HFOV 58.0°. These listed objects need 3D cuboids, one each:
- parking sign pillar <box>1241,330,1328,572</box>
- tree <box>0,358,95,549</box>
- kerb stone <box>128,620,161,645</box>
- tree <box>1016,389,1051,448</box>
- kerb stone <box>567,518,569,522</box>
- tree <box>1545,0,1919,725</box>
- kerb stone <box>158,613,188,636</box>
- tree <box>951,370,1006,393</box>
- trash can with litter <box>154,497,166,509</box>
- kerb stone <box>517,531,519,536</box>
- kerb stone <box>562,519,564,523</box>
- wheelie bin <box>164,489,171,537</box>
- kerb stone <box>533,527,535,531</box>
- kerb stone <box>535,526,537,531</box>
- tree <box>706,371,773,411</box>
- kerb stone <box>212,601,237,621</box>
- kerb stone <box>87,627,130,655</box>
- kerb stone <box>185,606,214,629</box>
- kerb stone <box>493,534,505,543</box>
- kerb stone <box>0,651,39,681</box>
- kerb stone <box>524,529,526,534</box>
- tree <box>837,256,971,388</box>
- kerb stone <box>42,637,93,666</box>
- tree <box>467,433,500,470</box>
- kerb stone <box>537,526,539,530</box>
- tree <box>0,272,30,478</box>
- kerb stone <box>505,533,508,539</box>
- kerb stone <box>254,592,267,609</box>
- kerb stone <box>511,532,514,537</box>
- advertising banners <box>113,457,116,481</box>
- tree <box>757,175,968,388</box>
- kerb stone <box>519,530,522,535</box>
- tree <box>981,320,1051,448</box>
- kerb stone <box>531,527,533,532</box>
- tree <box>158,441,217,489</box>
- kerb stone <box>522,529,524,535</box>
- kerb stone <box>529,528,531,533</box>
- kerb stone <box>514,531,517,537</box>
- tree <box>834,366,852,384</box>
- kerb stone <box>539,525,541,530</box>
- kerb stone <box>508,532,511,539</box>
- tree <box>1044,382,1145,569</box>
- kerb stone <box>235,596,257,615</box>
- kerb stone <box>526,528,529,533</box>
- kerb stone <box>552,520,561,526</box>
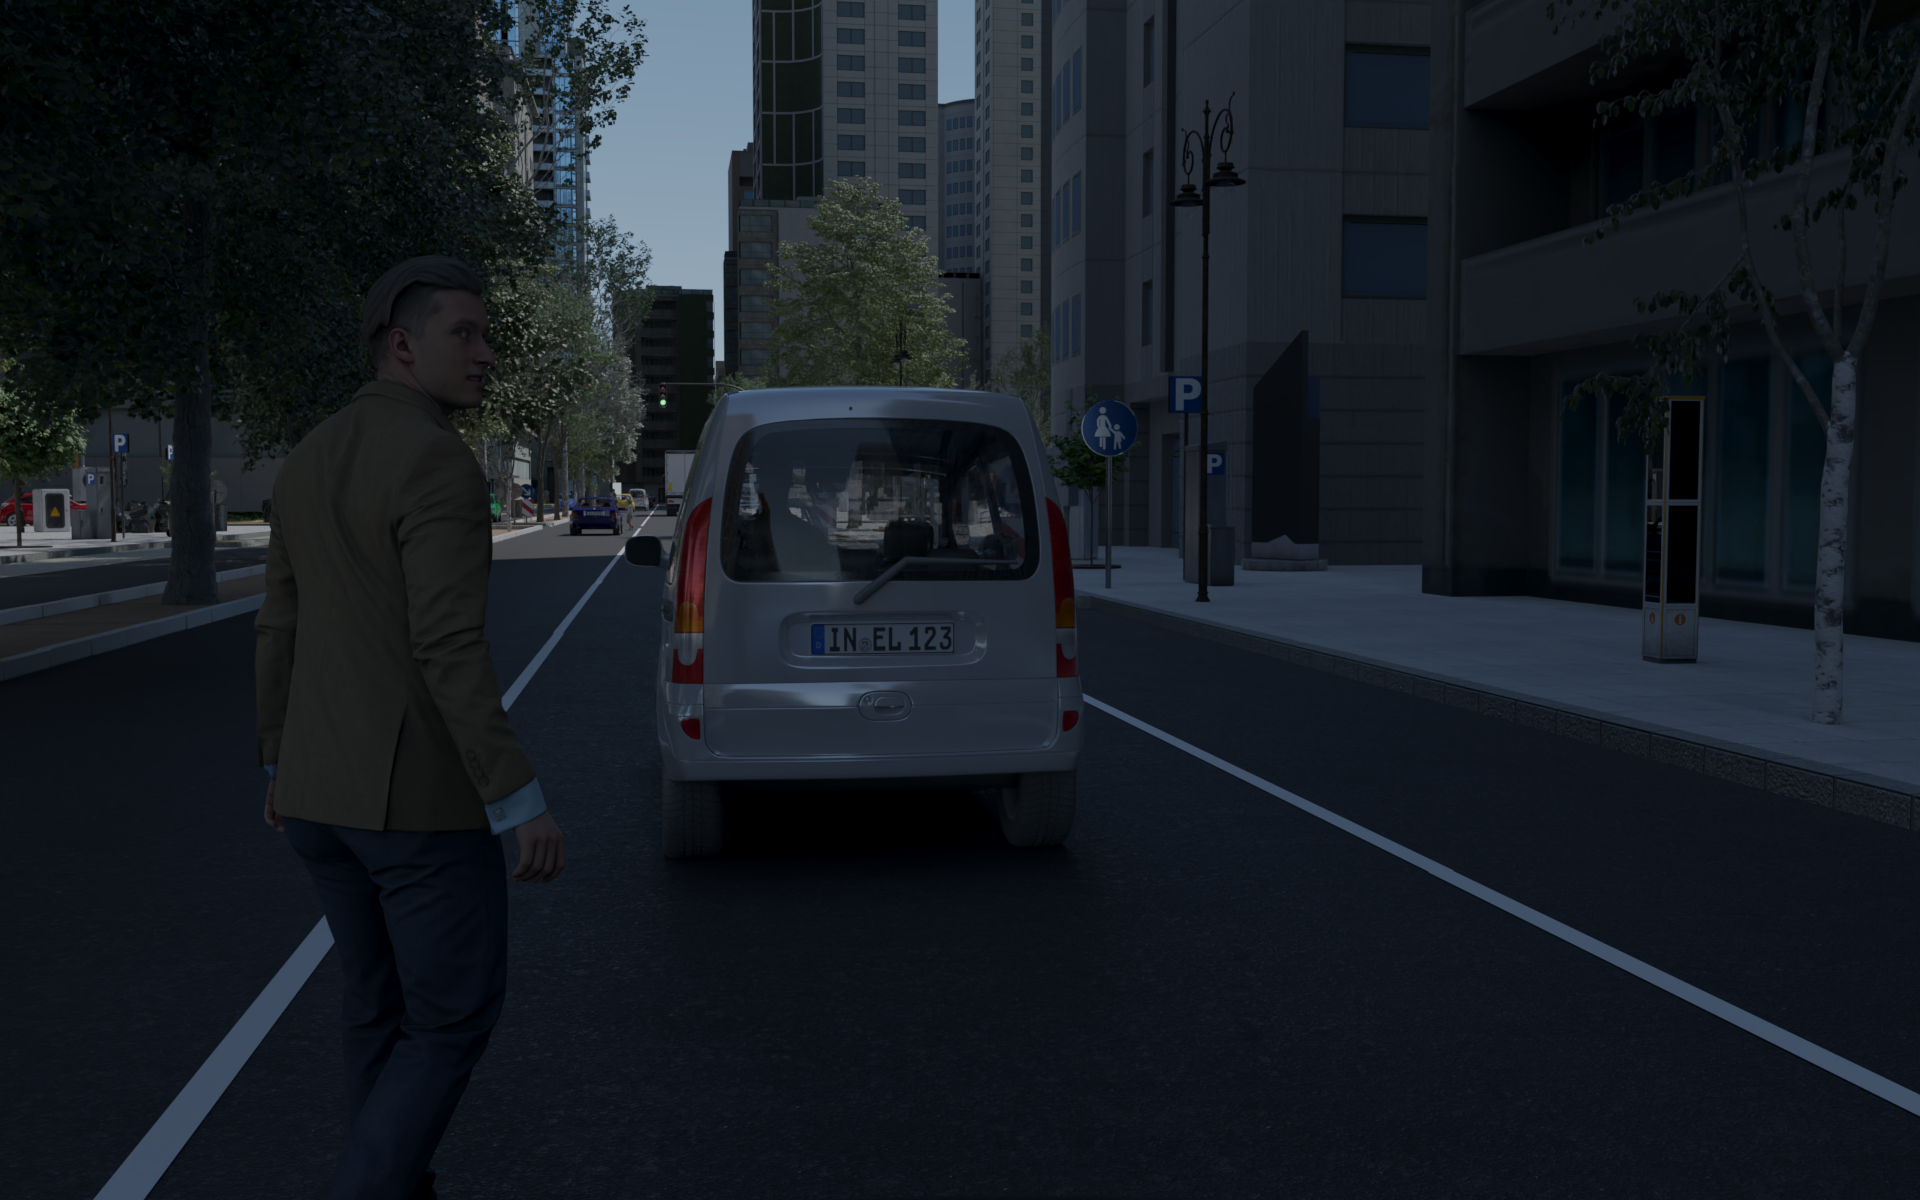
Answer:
[{"bbox_3d":[5.495,-2.492,29.220,1.447,3.967,1.447,-2,4,-27],"label":"parking sign pillar"},{"bbox_3d":[-22.599,-3.529,41.418,4.285,4.588,4.351,0,3,0],"label":"tree"},{"bbox_3d":[-8.013,0.326,16.857,0.120,0.150,1.000,-1,4,-10],"label":"kerb stone"},{"bbox_3d":[4.614,-10.078,115.141,4.360,8.622,3.978,0,3,0],"label":"tree"},{"bbox_3d":[-19.916,-3.973,87.146,0.120,0.150,1.000,-1,4,-10],"label":"kerb stone"},{"bbox_3d":[4.982,-3.626,9.649,4.360,8.622,3.978,0,3,0],"label":"tree"},{"bbox_3d":[-8.187,0.270,17.865,0.120,0.150,1.000,-1,4,-10],"label":"kerb stone"},{"bbox_3d":[0.295,-9.390,103.892,4.360,8.622,3.978,0,3,0],"label":"tree"},{"bbox_3d":[-28.219,-3.089,61.890,0.624,1.170,1.055,1,4,13],"label":"trash can with litter"},{"bbox_3d":[-15.045,-2.211,58.348,0.120,0.150,1.000,-1,4,-10],"label":"kerb stone"},{"bbox_3d":[-19.236,-3.725,83.098,0.120,0.150,1.000,-1,4,-10],"label":"kerb stone"},{"bbox_3d":[-23.425,-2.699,52.034,0.980,1.594,0.693,1,4,18],"label":"wheelie bin"},{"bbox_3d":[-16.241,-2.644,65.431,0.120,0.150,1.000,-1,4,-10],"label":"kerb stone"},{"bbox_3d":[-16.416,-2.703,66.438,0.120,0.150,1.000,-1,4,-10],"label":"kerb stone"},{"bbox_3d":[-17.505,-13.450,145.670,9.928,11.665,9.643,0,3,0],"label":"tree"},{"bbox_3d":[-8.519,0.142,19.881,0.120,0.150,1.000,-1,4,-10],"label":"kerb stone"},{"bbox_3d":[-7.840,0.388,15.849,0.120,0.150,1.000,-1,4,-10],"label":"kerb stone"},{"bbox_3d":[-8.349,0.203,18.874,0.120,0.150,1.000,-1,4,-10],"label":"kerb stone"},{"bbox_3d":[-14.181,-1.898,53.289,0.120,0.150,1.000,-1,4,-10],"label":"kerb stone"},{"bbox_3d":[-7.498,0.521,13.817,0.120,0.150,1.000,-1,4,-10],"label":"kerb stone"},{"bbox_3d":[-15.563,-2.392,61.388,0.120,0.150,1.000,-1,4,-10],"label":"kerb stone"},{"bbox_3d":[-1.912,-6.294,53.267,4.737,8.622,4.395,0,3,0],"label":"tree"},{"bbox_3d":[-7.671,0.451,14.826,0.120,0.150,1.000,-1,4,-10],"label":"kerb stone"},{"bbox_3d":[-39.902,-11.778,142.940,4.737,8.622,4.395,0,3,0],"label":"tree"},{"bbox_3d":[-16.582,-2.761,67.447,0.120,0.150,1.000,-1,4,-10],"label":"kerb stone"},{"bbox_3d":[-21.058,-5.270,36.535,4.737,8.622,4.395,0,3,0],"label":"tree"},{"bbox_3d":[-14.360,-1.963,54.297,0.120,0.150,1.000,-1,4,-10],"label":"kerb stone"},{"bbox_3d":[-8.869,0.018,21.907,0.120,0.150,1.000,-1,4,-10],"label":"kerb stone"},{"bbox_3d":[-14.699,-2.082,56.320,0.120,0.150,1.000,-1,4,-10],"label":"kerb stone"},{"bbox_3d":[-40.278,-5.223,81.584,2.074,3.025,0.090,2,4,35],"label":"advertising banners"},{"bbox_3d":[-3.452,-8.816,62.273,7.486,12.596,7.792,0,3,0],"label":"tree"},{"bbox_3d":[-15.202,-2.273,59.357,0.120,0.150,1.000,-1,4,-10],"label":"kerb stone"},{"bbox_3d":[3.703,-9.693,92.887,7.601,10.594,8.767,1,4,17],"label":"tree"},{"bbox_3d":[-16.069,-2.582,64.415,0.120,0.150,1.000,-1,4,-10],"label":"kerb stone"},{"bbox_3d":[-24.705,-3.700,55.099,1.663,3.219,1.824,0,3,0],"label":"tree"},{"bbox_3d":[-15.391,-2.335,60.369,0.120,0.150,1.000,-1,4,-10],"label":"kerb stone"},{"bbox_3d":[-15.901,-2.521,63.407,0.120,0.150,1.000,-1,4,-10],"label":"kerb stone"},{"bbox_3d":[-14.873,-2.150,57.340,0.120,0.150,1.000,-1,4,-10],"label":"kerb stone"},{"bbox_3d":[-5.690,-8.729,93.077,4.360,8.622,3.978,0,3,0],"label":"tree"},{"bbox_3d":[-16.758,-2.827,68.453,0.120,0.150,1.000,-1,4,-10],"label":"kerb stone"},{"bbox_3d":[-14.527,-2.025,55.311,0.120,0.150,1.000,-1,4,-10],"label":"kerb stone"},{"bbox_3d":[2.268,-2.171,30.105,1.663,3.219,1.824,0,3,0],"label":"tree"},{"bbox_3d":[-8.696,0.082,20.897,0.120,0.150,1.000,-1,4,-10],"label":"kerb stone"},{"bbox_3d":[-15.729,-2.458,62.399,0.120,0.150,1.000,-1,4,-10],"label":"kerb stone"},{"bbox_3d":[-18.886,-3.594,81.084,0.120,0.150,1.000,-1,4,-10],"label":"kerb stone"}]
